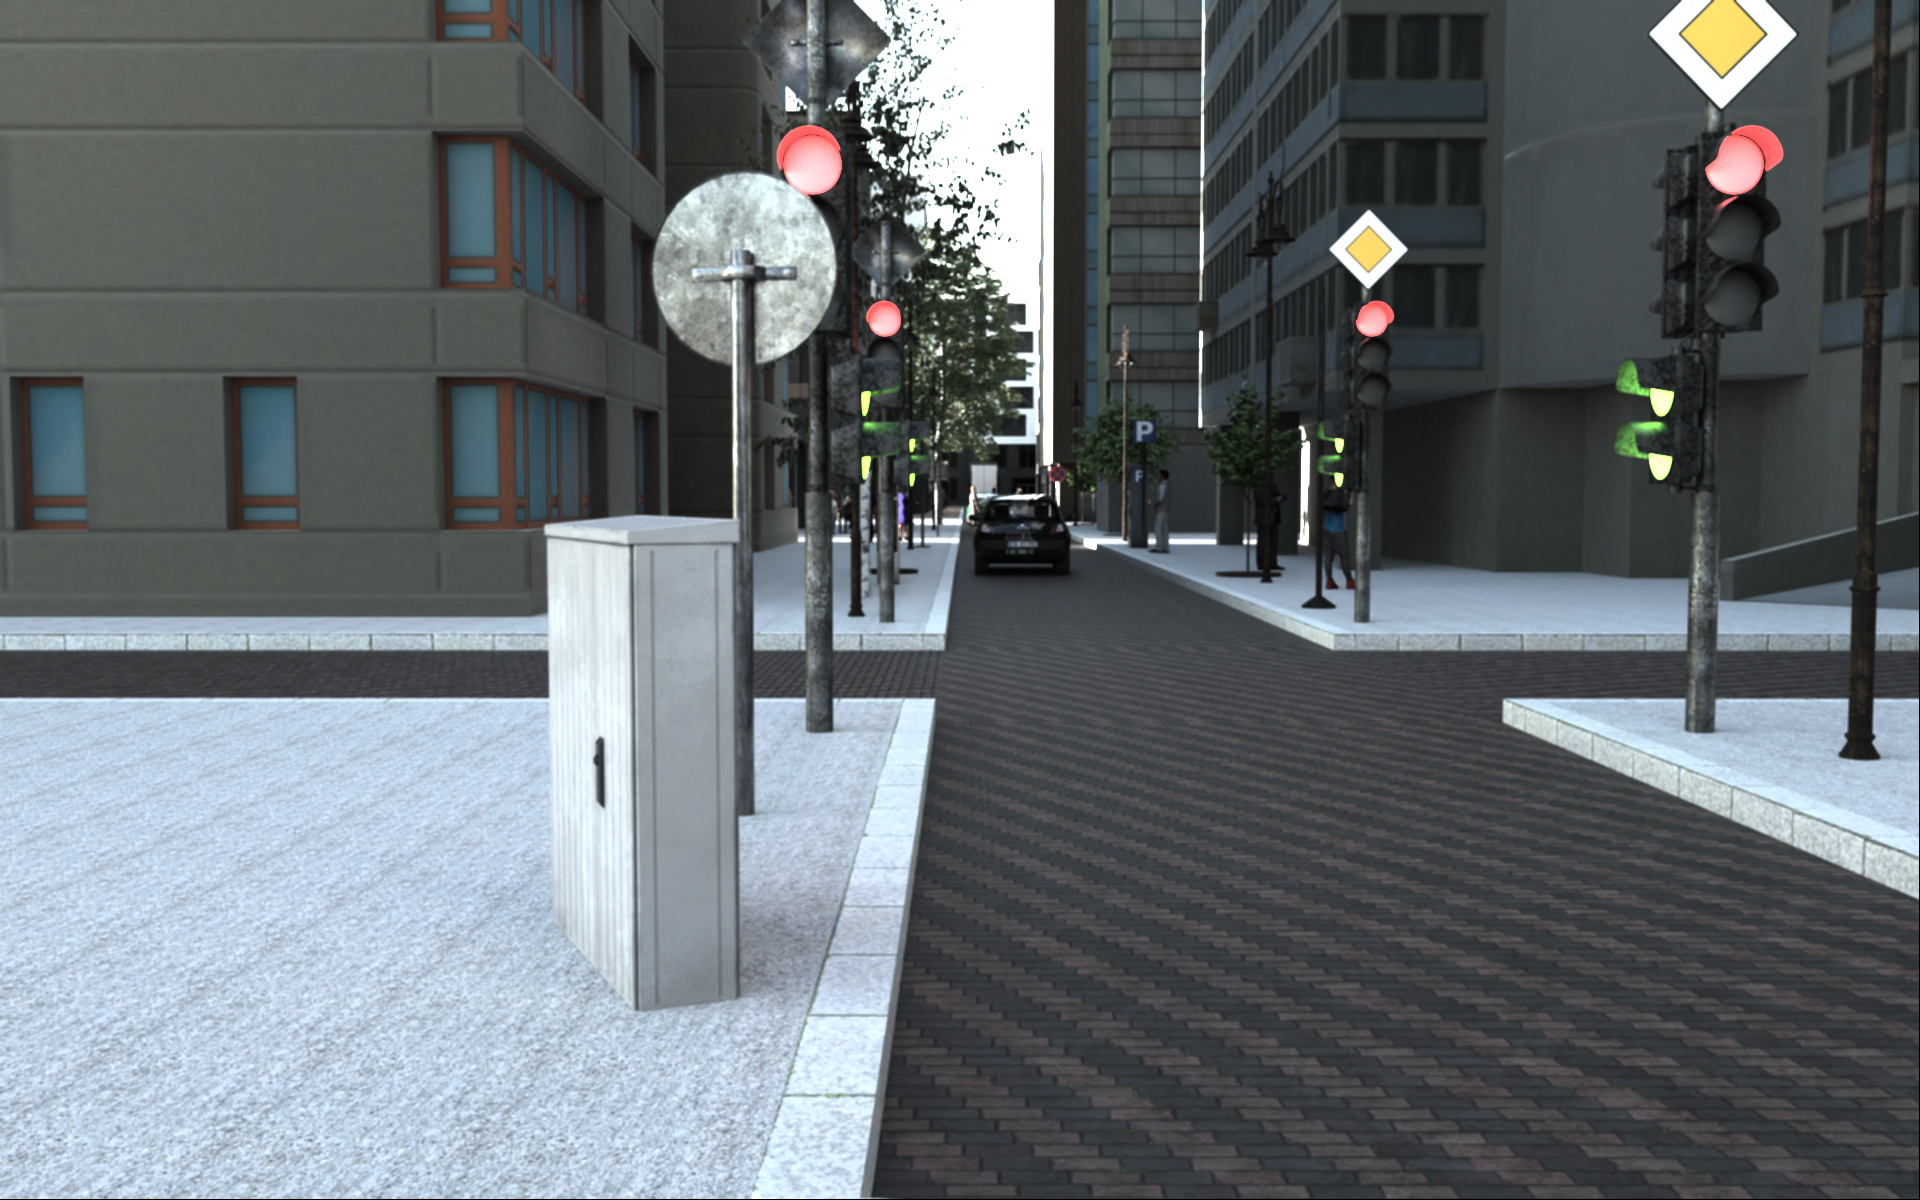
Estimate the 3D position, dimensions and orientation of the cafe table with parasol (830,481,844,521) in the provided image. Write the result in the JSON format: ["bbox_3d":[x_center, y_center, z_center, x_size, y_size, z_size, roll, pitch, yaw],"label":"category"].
[{"bbox_3d":[-5.630,-4.783,83.071,2.610,1.966,2.610,-3,4,-38],"label":"cafe table with parasol"}]

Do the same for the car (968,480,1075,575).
[{"bbox_3d":[1.143,-1.369,32.177,2.009,1.686,4.222,0,4,2],"label":"car"}]

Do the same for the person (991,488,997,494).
[{"bbox_3d":[2.392,-6.890,120.777,1.348,1.869,0.705,2,4,31],"label":"person"}]

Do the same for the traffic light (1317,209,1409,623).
[{"bbox_3d":[4.008,-1.732,17.232,0.839,4.253,0.868,0,4,0],"label":"traffic light"}]

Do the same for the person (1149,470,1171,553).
[{"bbox_3d":[4.341,-1.919,37.560,0.789,1.805,0.875,1,4,23],"label":"person"}]

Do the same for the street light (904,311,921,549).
[{"bbox_3d":[-1.147,-4.118,40.118,0.468,5.910,1.993,0,4,0],"label":"street light"}]

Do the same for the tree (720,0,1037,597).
[{"bbox_3d":[-1.147,-4.353,21.540,4.360,8.622,3.978,0,3,0],"label":"tree"}]

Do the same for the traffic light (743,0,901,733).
[{"bbox_3d":[-0.741,-1.243,9.248,0.839,4.253,0.868,0,4,0],"label":"traffic light"}]

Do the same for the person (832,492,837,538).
[{"bbox_3d":[-3.796,-2.469,50.322,0.435,1.345,0.340,-1,4,-10],"label":"person"}]

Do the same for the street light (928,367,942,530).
[{"bbox_3d":[-0.937,-5.459,62.049,0.468,5.910,1.993,0,4,0],"label":"street light"}]

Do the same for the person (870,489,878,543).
[{"bbox_3d":[-2.512,-2.389,45.800,0.504,1.737,0.576,3,4,36],"label":"person"}]

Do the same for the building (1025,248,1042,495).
[{"bbox_3d":[20.490,-18.773,150.917,27.936,21.610,32.646,0,4,0],"label":"building"}]

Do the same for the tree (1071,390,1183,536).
[{"bbox_3d":[5.189,-4.271,53.548,4.285,4.588,4.351,0,3,0],"label":"tree"}]

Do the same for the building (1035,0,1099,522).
[{"bbox_3d":[11.108,-26.581,84.709,14.600,45.320,14.200,0,4,0],"label":"building"}]

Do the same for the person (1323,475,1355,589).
[{"bbox_3d":[5.118,-0.940,23.274,0.662,1.594,0.647,-2,4,-34],"label":"person"}]

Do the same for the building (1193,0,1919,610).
[{"bbox_3d":[17.684,-20.898,33.566,23.993,40.220,32.217,0,4,0],"label":"building"}]

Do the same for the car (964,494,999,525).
[{"bbox_3d":[1.276,-4.281,81.791,2.131,1.459,4.920,0,4,-1],"label":"car"}]

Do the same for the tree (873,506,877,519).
[{"bbox_3d":[-4.326,-6.528,90.454,4.285,4.588,4.351,0,3,0],"label":"tree"}]

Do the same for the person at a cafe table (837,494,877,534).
[{"bbox_3d":[-3.423,-2.952,56.784,1.698,1.524,1.622,-1,4,-18],"label":"person at a cafe table"}]

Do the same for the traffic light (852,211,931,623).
[{"bbox_3d":[-0.713,-1.732,17.233,0.839,4.253,0.868,0,4,0],"label":"traffic light"}]

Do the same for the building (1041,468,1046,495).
[{"bbox_3d":[10.685,-10.905,120.448,9.099,9.664,28.070,0,4,0],"label":"building"}]

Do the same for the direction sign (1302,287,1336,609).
[{"bbox_3d":[4.048,-1.679,19.443,0.379,3.537,0.876,1,4,10],"label":"direction sign"}]

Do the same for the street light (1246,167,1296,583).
[{"bbox_3d":[4.449,-3.191,24.957,0.468,5.910,1.993,0,4,0],"label":"street light"}]

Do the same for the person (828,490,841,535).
[{"bbox_3d":[-4.019,-2.816,54.786,0.600,1.496,0.574,-3,5,-41],"label":"person"}]

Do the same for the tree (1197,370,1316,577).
[{"bbox_3d":[4.461,-1.993,27.182,1.663,3.219,1.824,0,3,0],"label":"tree"}]

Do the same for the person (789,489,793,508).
[{"bbox_3d":[-5.654,-2.903,54.031,0.750,1.759,0.617,-2,4,-31],"label":"person"}]

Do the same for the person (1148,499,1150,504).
[{"bbox_3d":[4.695,-2.373,45.297,0.568,1.767,0.683,1,4,20],"label":"person"}]

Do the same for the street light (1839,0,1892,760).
[{"bbox_3d":[4.378,-2.169,8.251,0.468,5.910,1.993,0,4,0],"label":"street light"}]

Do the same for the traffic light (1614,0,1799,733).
[{"bbox_3d":[3.980,-1.243,9.247,0.839,4.253,0.868,0,4,0],"label":"traffic light"}]

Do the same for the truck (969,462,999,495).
[{"bbox_3d":[2.193,-10.353,158.184,2.839,4.237,11.283,0,4,1],"label":"truck"}]

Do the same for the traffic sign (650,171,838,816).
[{"bbox_3d":[-0.863,-0.413,6.863,0.768,2.556,0.104,1,4,10],"label":"traffic sign"}]

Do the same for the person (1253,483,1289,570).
[{"bbox_3d":[5.239,-1.372,29.156,0.600,1.739,0.565,1,4,19],"label":"person"}]

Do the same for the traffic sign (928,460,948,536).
[{"bbox_3d":[-0.672,-3.089,52.632,0.606,2.300,0.079,0,4,3],"label":"traffic sign"}]

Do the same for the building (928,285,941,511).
[{"bbox_3d":[-7.527,-18.580,160.198,11.380,20.091,16.016,0,4,0],"label":"building"}]

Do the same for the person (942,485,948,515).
[{"bbox_3d":[-1.067,-6.007,104.254,0.705,1.824,1.348,-1,4,-23],"label":"person"}]

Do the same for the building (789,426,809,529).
[{"bbox_3d":[-15.857,-38.214,63.056,20.563,71.187,20.611,0,4,0],"label":"building"}]

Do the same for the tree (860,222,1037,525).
[{"bbox_3d":[-0.529,-9.459,72.787,7.486,12.596,7.792,0,3,0],"label":"tree"}]

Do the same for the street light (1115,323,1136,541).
[{"bbox_3d":[4.472,-4.532,46.886,0.468,5.910,1.993,0,4,0],"label":"street light"}]

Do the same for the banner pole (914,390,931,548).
[{"bbox_3d":[-0.912,-3.171,41.862,0.401,3.779,0.863,0,4,-3],"label":"banner pole"}]

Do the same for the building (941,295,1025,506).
[{"bbox_3d":[-1.266,-21.265,191.650,32.646,21.610,27.936,0,4,0],"label":"building"}]

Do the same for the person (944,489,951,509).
[{"bbox_3d":[-1.266,-8.583,147.090,1.217,1.735,0.721,-2,4,-31],"label":"person"}]

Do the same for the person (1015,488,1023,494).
[{"bbox_3d":[4.982,-8.622,147.032,1.348,1.821,0.705,2,4,35],"label":"person"}]

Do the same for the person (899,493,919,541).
[{"bbox_3d":[-1.446,-2.361,47.018,0.453,1.535,0.546,2,4,35],"label":"person"}]

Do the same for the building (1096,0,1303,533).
[{"bbox_3d":[11.933,-23.189,62.730,14.154,41.232,14.086,0,4,0],"label":"building"}]

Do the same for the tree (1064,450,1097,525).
[{"bbox_3d":[5.048,-4.753,72.318,1.663,3.219,1.824,0,3,0],"label":"tree"}]

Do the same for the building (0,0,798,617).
[{"bbox_3d":[-18.262,-11.428,31.886,27.650,21.520,28.899,0,4,0],"label":"building"}]

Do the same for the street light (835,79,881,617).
[{"bbox_3d":[-1.090,-2.766,18.017,0.468,5.910,1.993,0,4,0],"label":"street light"}]

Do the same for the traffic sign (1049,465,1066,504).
[{"bbox_3d":[4.348,-4.722,77.316,0.768,2.556,0.104,0,4,3],"label":"traffic sign"}]

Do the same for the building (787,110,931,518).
[{"bbox_3d":[-16.218,-16.204,108.912,27.936,21.610,32.646,0,4,0],"label":"building"}]

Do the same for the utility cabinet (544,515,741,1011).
[{"bbox_3d":[-0.898,0.391,4.766,0.306,1.237,1.020,-2,4,-24],"label":"utility cabinet"}]

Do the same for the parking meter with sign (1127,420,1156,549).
[{"bbox_3d":[4.288,-2.766,41.489,0.543,3.016,1.738,0,4,-2],"label":"parking meter with sign"}]

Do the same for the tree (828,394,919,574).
[{"bbox_3d":[-1.160,-2.059,28.268,1.663,3.219,1.824,0,3,0],"label":"tree"}]

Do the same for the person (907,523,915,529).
[{"bbox_3d":[-1.818,-2.824,62.684,0.381,0.543,0.357,-1,4,-21],"label":"person"}]

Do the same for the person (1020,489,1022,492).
[{"bbox_3d":[5.120,-8.663,148.410,0.721,1.736,1.217,-1,4,-13],"label":"person"}]

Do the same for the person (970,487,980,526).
[{"bbox_3d":[0.657,-4.137,76.696,0.434,1.755,0.990,-1,4,-13],"label":"person"}]

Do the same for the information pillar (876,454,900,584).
[{"bbox_3d":[-1.027,-1.235,24.684,0.304,2.012,0.304,0,4,-8],"label":"information pillar"}]

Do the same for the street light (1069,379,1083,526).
[{"bbox_3d":[4.645,-5.910,69.415,0.468,5.910,1.993,0,4,0],"label":"street light"}]

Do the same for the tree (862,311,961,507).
[{"bbox_3d":[-2.027,-7.105,66.521,4.737,8.622,4.395,0,3,0],"label":"tree"}]
